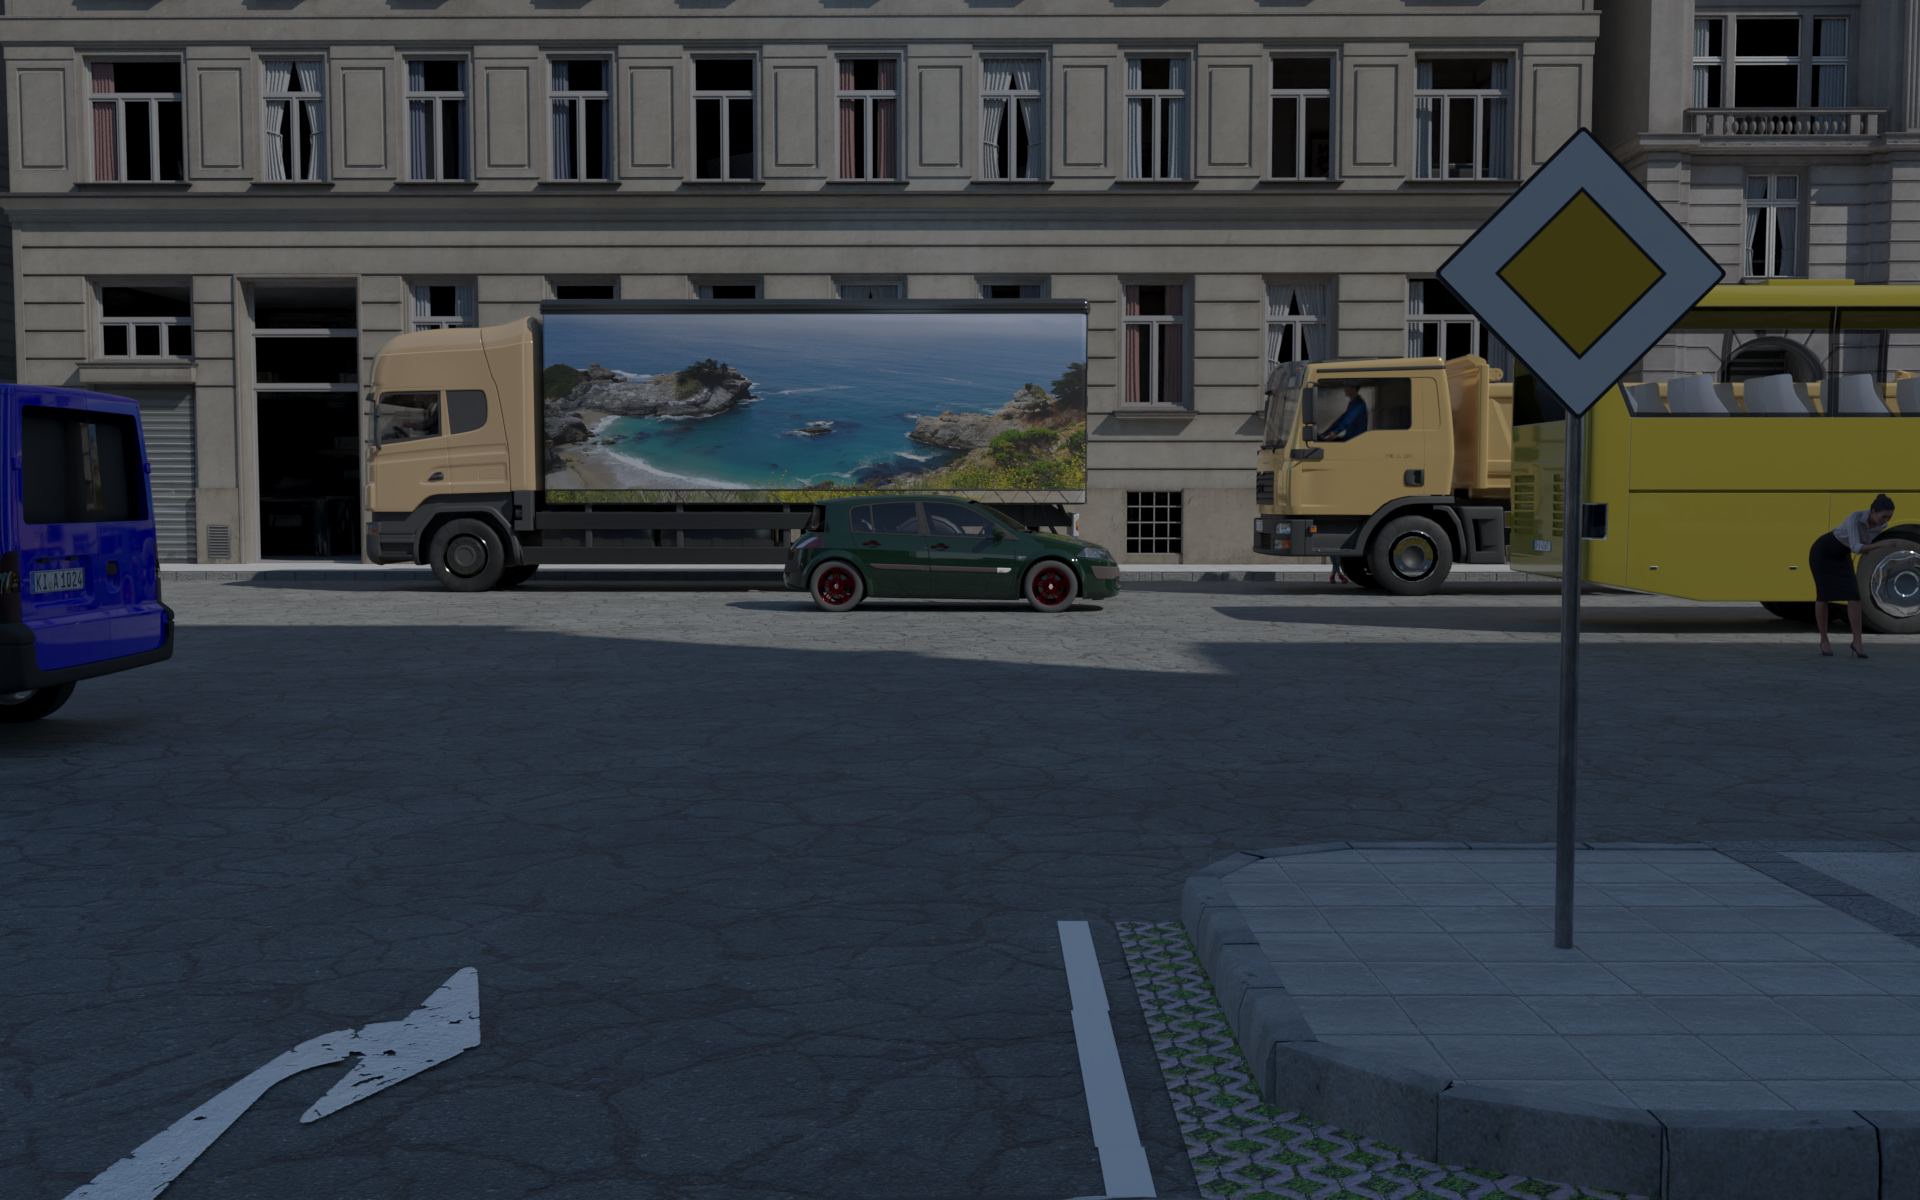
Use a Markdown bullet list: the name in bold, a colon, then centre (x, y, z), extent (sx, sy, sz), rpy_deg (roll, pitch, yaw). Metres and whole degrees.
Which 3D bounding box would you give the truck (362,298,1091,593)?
- **truck**: centre (-3.750, -2.276, 26.128), extent (11.283, 4.237, 2.839), rpy_deg (0, 4, 1)

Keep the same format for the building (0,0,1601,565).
- **building**: centre (-2.868, -12.525, 38.061), extent (30.059, 22.955, 16.112), rpy_deg (0, 4, 1)

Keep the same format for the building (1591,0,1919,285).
- **building**: centre (24.181, -11.953, 37.230), extent (24.055, 21.916, 13.314), rpy_deg (0, 4, 1)

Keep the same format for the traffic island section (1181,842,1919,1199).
- **traffic island section**: centre (1.731, 1.062, 4.921), extent (2.009, 0.180, 2.903), rpy_deg (0, 4, 1)

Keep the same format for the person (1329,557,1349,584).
- **person**: centre (6.005, -1.180, 27.805), extent (0.555, 1.821, 0.388), rpy_deg (0, 4, -2)

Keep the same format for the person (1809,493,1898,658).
- **person**: centre (7.827, -0.211, 15.144), extent (0.799, 1.438, 0.628), rpy_deg (3, 5, 42)

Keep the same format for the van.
- **van**: centre (-7.574, -0.347, 10.054), extent (5.245, 2.365, 2.240), rpy_deg (0, 4, -1)

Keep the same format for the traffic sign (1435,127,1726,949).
- **traffic sign**: centre (1.707, -0.073, 4.844), extent (0.795, 2.450, 0.064), rpy_deg (0, 4, 1)

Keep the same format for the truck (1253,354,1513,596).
- **truck**: centre (8.457, -1.799, 25.345), extent (9.791, 3.379, 3.469), rpy_deg (0, 4, 0)

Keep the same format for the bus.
- **bus**: centre (12.422, -1.658, 18.653), extent (12.252, 3.916, 2.896), rpy_deg (0, 4, 0)

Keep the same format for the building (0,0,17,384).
- **building**: centre (-28.369, -11.394, 35.449), extent (18.267, 20.994, 9.793), rpy_deg (0, 4, 1)

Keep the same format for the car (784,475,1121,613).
- **car**: centre (-0.095, -0.728, 21.683), extent (4.222, 1.686, 2.009), rpy_deg (0, 4, 2)
